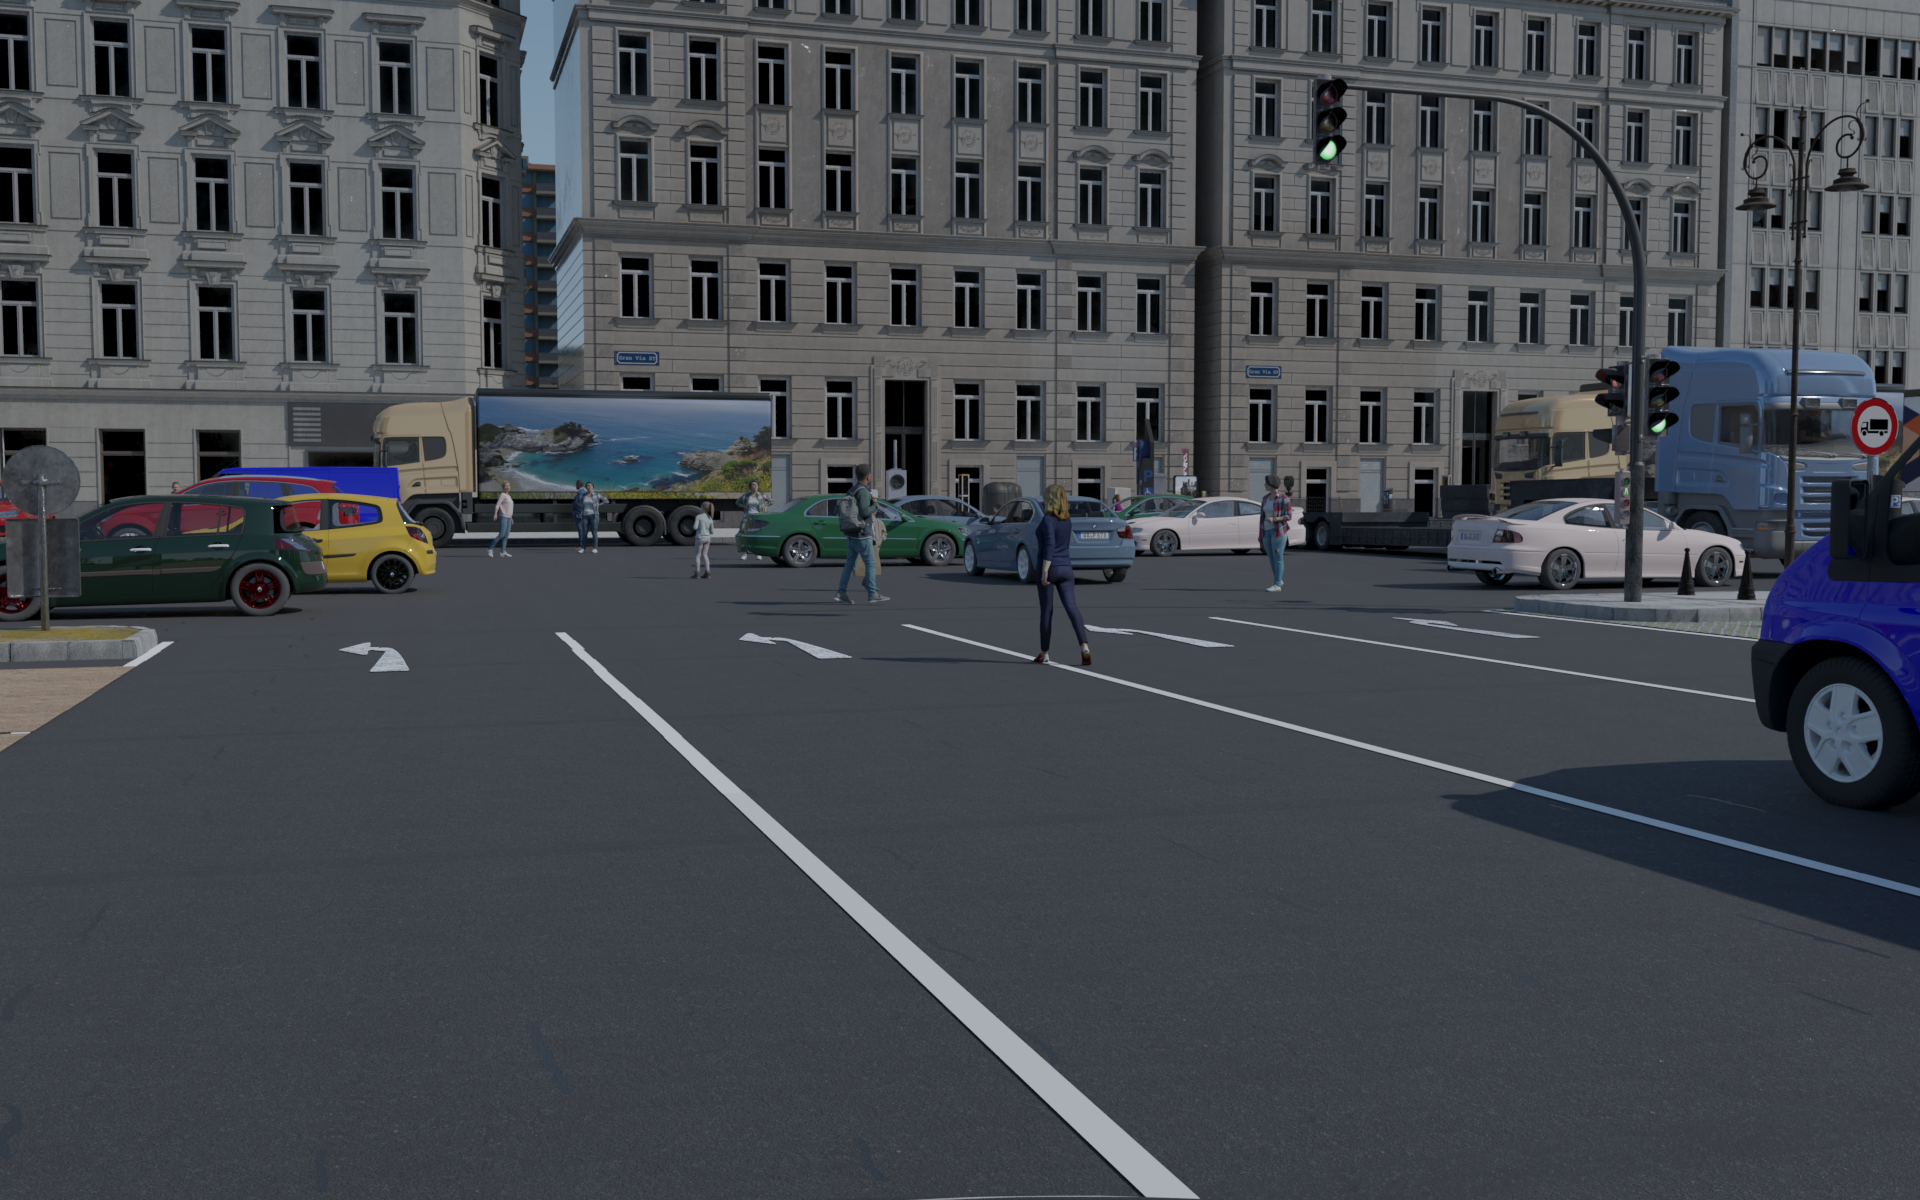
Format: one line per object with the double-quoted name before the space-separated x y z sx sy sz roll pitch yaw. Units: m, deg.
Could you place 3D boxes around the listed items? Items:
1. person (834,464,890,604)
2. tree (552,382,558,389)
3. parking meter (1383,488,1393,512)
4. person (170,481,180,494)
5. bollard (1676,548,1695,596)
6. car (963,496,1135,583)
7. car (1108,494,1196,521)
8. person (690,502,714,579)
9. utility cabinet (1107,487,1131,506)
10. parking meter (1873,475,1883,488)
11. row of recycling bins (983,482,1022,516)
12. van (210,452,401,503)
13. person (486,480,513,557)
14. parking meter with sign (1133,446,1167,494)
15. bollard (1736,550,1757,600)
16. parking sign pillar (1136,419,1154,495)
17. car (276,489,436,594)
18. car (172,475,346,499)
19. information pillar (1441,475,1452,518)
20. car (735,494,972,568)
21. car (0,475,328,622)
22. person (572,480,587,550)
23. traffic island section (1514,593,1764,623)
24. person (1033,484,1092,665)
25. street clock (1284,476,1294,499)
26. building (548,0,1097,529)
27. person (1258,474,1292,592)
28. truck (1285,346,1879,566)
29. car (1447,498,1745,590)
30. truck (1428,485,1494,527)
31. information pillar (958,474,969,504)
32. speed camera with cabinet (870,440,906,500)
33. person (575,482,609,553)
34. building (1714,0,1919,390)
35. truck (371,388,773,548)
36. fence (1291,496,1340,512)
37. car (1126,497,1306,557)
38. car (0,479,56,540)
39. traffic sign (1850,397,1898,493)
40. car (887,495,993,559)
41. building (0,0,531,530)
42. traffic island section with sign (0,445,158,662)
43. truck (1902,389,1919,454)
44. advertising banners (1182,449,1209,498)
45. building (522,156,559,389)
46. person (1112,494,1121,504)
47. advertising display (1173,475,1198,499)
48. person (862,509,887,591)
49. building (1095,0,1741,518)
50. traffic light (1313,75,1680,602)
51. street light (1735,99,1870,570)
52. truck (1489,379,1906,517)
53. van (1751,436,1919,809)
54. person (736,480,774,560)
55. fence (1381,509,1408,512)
"person" -1.290 -0.853 22.433 0.713 1.824 0.794 -1 4 -10
"tree" -30.766 -14.815 148.874 9.857 13.997 8.962 0 3 0
"parking meter" 17.343 -3.778 70.182 0.372 1.533 0.369 0 3 0
"person" -18.652 -1.950 41.128 0.760 1.731 0.466 -1 4 -12
"bollard" 9.220 -0.363 21.973 0.229 0.601 0.229 0 3 0
"car" 1.437 -1.053 29.222 2.014 1.417 4.499 -1 4 -18
"car" 4.873 -2.058 45.440 4.920 1.459 2.131 -1 4 -17
"person" -4.385 -1.014 29.361 0.394 1.301 0.425 2 4 28
"utility cabinet" 5.282 -2.980 57.406 0.318 1.500 1.173 2 4 32
"parking meter" 12.109 -0.869 22.621 0.372 1.533 0.369 0 3 0
"row of recycling bins" 1.502 -3.171 58.966 1.069 1.692 3.534 1 4 12
"van" -15.158 -2.098 38.690 5.245 2.365 2.240 -1 4 -20
"person" -10.496 -1.848 39.395 0.598 1.740 0.731 0 4 -3
"parking meter with sign" 7.221 -4.115 63.536 1.738 3.016 0.543 -2 4 -26
"bollard" 9.537 -0.303 20.988 0.229 0.601 0.229 0 3 0
"parking sign pillar" 6.573 -4.458 61.354 1.447 3.967 1.447 0 4 -2
"car" -9.693 -0.914 25.172 3.980 1.641 2.015 -1 4 -16
"car" -14.835 -1.609 34.978 5.304 1.827 2.281 -1 4 -19
"information pillar" 18.916 -3.848 67.405 0.304 2.012 0.304 2 4 35
"car" -2.032 -1.404 34.750 4.920 1.459 2.131 -1 4 -16
"car" -9.749 -0.658 20.542 4.222 1.686 2.009 -1 4 -19
"person" -9.687 -2.174 44.224 0.419 1.800 0.721 -1 4 -10
"traffic island section" 8.019 0.100 20.648 2.009 0.180 2.903 -1 4 -18
"person" 0.864 -0.217 14.586 0.613 1.512 0.480 2 4 27
"street clock" 12.998 -3.909 68.490 0.358 2.002 0.471 -1 4 -18
"building" -3.761 -16.742 71.001 25.104 27.353 12.463 -1 4 -18
"person" 4.671 -0.994 25.586 0.643 1.720 0.563 -3 4 -36
"truck" 12.067 -2.912 37.367 2.967 4.110 18.799 -1 4 -17
"car" 9.963 -0.897 27.021 4.827 1.381 2.083 -1 4 -18
"truck" 13.986 -3.826 52.316 18.799 4.110 2.967 -1 4 -19
"information pillar" 0.143 -3.687 64.775 0.304 2.012 0.304 -2 4 -28
"speed camera with cabinet" -3.004 -4.210 63.166 2.038 3.252 0.660 -1 4 -13
"person" -9.015 -2.019 42.232 0.841 1.734 0.376 1 4 11
"building" 41.616 -16.360 85.503 19.932 24.808 12.078 -1 4 -18
"truck" -10.917 -3.585 47.532 11.283 4.237 2.839 -1 4 -17
"fence" 13.614 -3.377 66.422 2.264 1.192 0.480 3 5 42
"car" 5.778 -1.736 40.751 4.827 1.381 2.083 -1 4 -18
"car" -24.037 -2.112 43.209 2.281 1.827 5.304 -1 4 -18
"traffic sign" 12.061 -1.398 22.965 0.768 2.556 0.104 -1 4 -16
"car" -0.373 -1.660 39.149 4.499 1.417 2.014 -1 4 -16
"building" -38.357 -17.528 62.992 44.131 29.872 17.030 -1 4 -18
"traffic island section with sign" -8.432 -0.462 15.685 2.006 1.907 1.989 -1 4 -18
"truck" 26.769 -3.494 46.038 2.839 4.237 11.283 -1 4 -18
"advertising banners" 9.130 -4.352 67.335 0.090 3.025 2.074 3 4 38
"building" -60.178 -34.935 225.804 28.867 44.769 22.147 -1 4 -18
"person" 4.481 -2.200 47.714 0.776 1.435 0.726 2 4 35
"advertising display" 7.719 -3.314 59.393 0.974 1.923 0.123 -2 4 -30
"person" -1.299 -0.782 25.566 0.475 1.303 0.640 -2 4 -31
"building" 20.308 -17.179 78.137 25.104 27.353 12.463 -1 4 -18
"traffic light" 6.011 -2.757 19.752 4.771 5.953 1.251 -1 4 -18
"street light" 10.027 -2.936 20.793 0.468 5.910 1.993 -1 4 -18
"truck" 18.340 -3.359 43.839 11.283 4.237 2.839 -1 4 -16
"van" 5.439 -0.128 6.485 2.240 2.365 5.245 -1 4 -18
"person" -4.508 -1.754 37.903 0.841 1.734 0.376 0 4 3
"fence" 17.389 -3.299 69.312 0.278 0.683 2.069 3 5 45
